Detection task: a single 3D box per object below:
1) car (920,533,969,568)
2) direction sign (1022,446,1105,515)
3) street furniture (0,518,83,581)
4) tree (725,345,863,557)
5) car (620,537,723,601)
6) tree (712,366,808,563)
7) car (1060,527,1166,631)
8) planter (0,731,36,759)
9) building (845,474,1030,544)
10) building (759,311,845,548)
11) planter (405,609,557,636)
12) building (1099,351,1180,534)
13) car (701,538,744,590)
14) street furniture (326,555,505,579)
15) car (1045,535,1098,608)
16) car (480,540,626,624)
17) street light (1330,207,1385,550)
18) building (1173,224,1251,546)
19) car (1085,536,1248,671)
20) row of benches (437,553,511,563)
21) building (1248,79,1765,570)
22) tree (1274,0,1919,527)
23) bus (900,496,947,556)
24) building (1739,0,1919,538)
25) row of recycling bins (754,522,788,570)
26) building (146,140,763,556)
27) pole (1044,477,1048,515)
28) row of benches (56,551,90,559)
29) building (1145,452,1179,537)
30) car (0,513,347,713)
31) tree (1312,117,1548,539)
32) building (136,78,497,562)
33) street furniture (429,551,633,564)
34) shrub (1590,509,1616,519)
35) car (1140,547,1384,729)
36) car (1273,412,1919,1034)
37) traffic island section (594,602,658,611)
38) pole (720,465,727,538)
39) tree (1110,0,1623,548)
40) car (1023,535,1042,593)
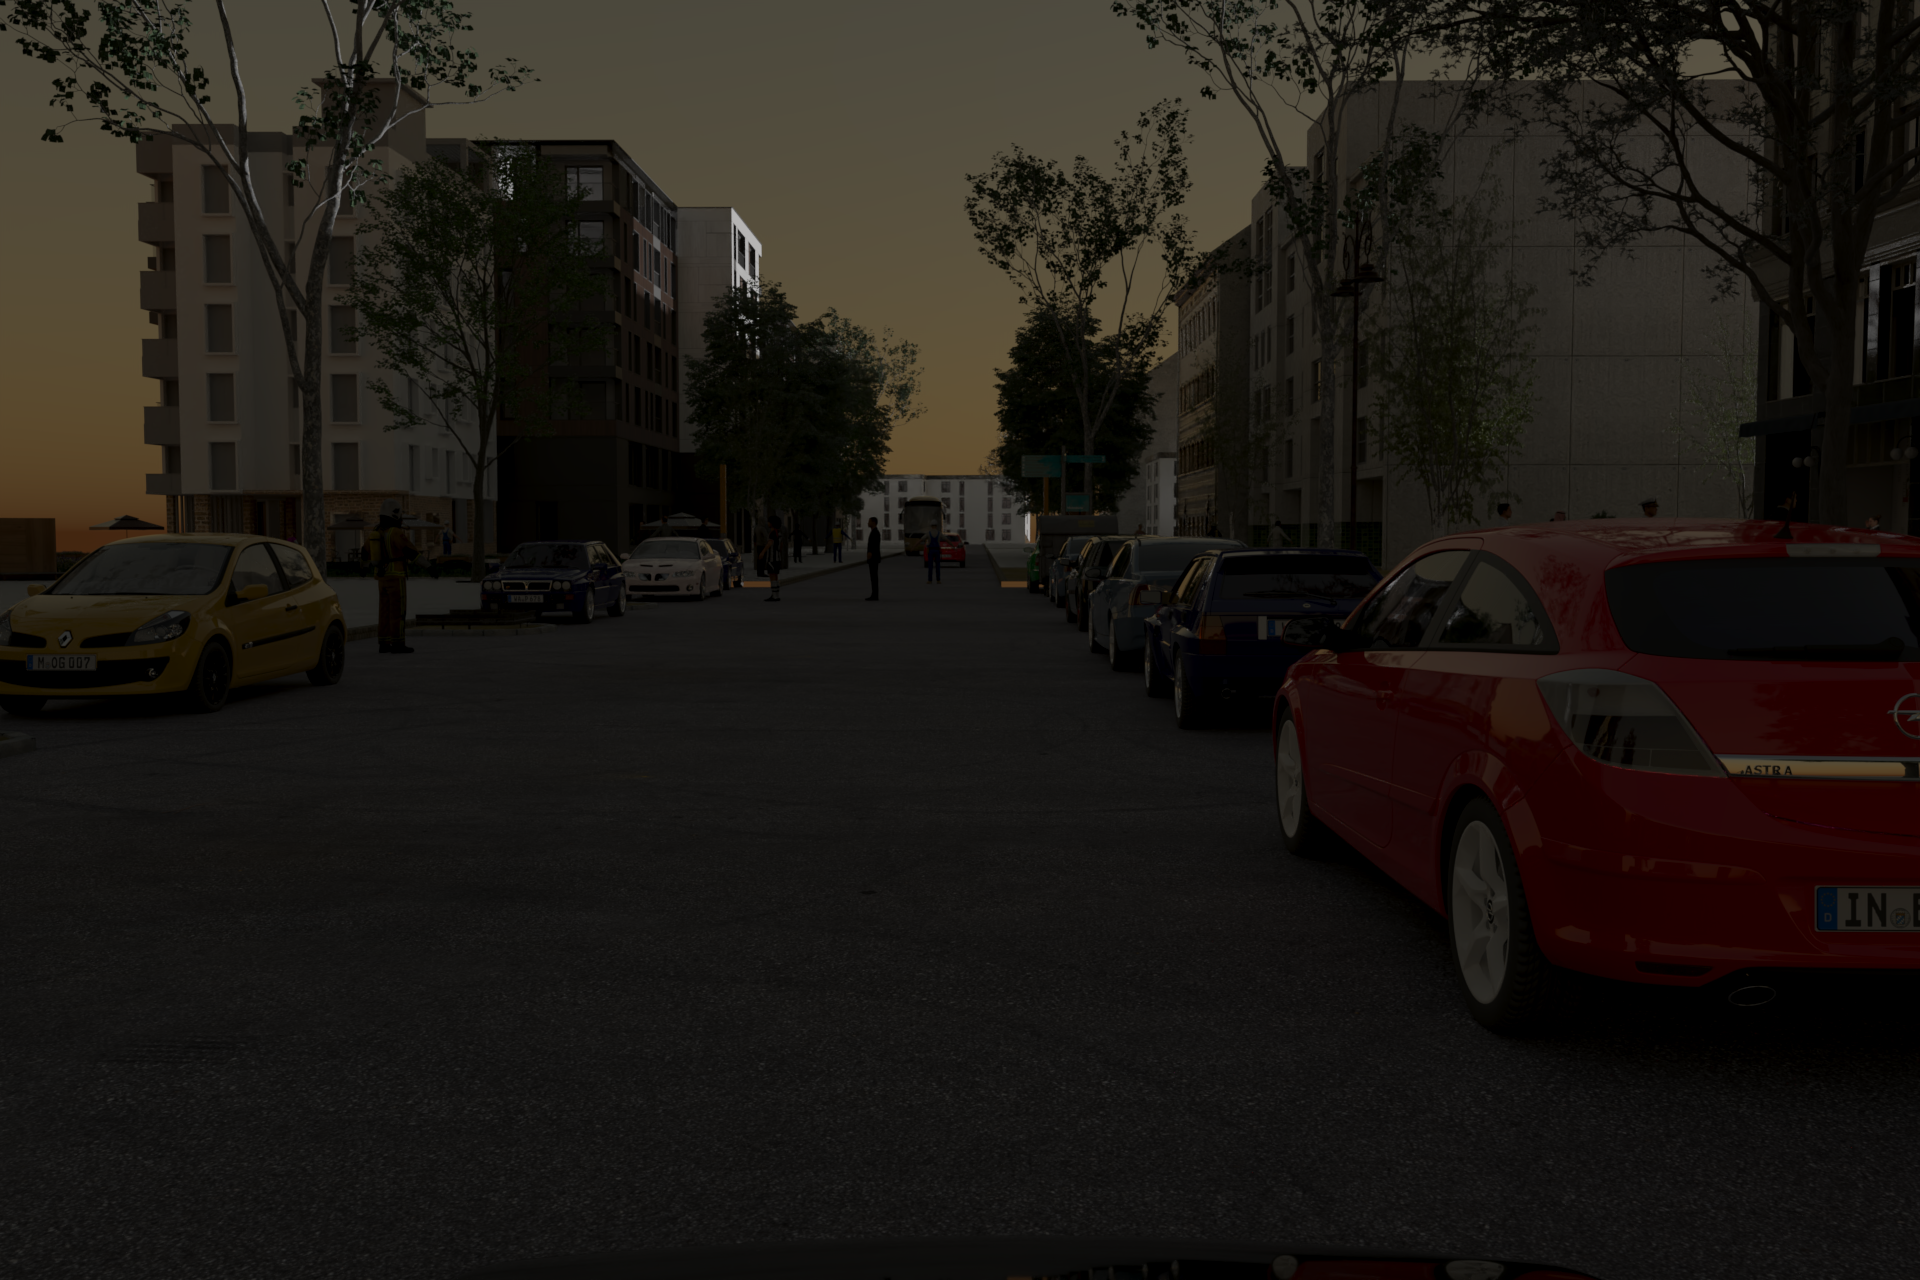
[{"bbox_3d":[-0.668,-4.046,75.196,2.155,1.783,4.494,0,4,-1],"label":"car"},{"bbox_3d":[3.126,-3.858,51.836,2.525,3.948,1.411,0,3,0],"label":"direction sign"},{"bbox_3d":[-27.746,-2.664,50.409,9.812,1.723,11.010,-2,4,-31],"label":"street furniture"},{"bbox_3d":[-9.163,-10.385,95.548,9.928,11.665,9.643,0,3,0],"label":"tree"},{"bbox_3d":[-6.396,-1.597,38.474,2.083,1.381,4.827,0,4,0],"label":"car"},{"bbox_3d":[-9.407,-7.732,76.778,4.360,8.622,3.978,0,3,0],"label":"tree"},{"bbox_3d":[2.581,-1.045,26.880,2.009,1.686,4.222,0,3,0],"label":"car"},{"bbox_3d":[-7.109,0.622,10.976,1.991,0.319,1.994,0,4,0],"label":"planter"},{"bbox_3d":[-4.521,-18.261,243.171,28.070,9.664,9.099,1,4,9],"label":"building"},{"bbox_3d":[-26.653,-20.240,174.898,27.936,21.610,32.646,0,3,0],"label":"building"},{"bbox_3d":[-6.985,-0.252,25.256,1.991,0.319,1.994,0,4,1],"label":"planter"},{"bbox_3d":[26.499,-22.925,205.759,19.493,23.208,18.063,0,4,0],"label":"building"},{"bbox_3d":[-6.717,-2.009,45.421,1.945,1.354,3.894,0,4,0],"label":"car"},{"bbox_3d":[-17.267,-2.210,51.754,10.072,0.657,5.734,0,4,-4],"label":"street furniture"},{"bbox_3d":[2.740,-1.404,34.960,2.014,1.417,4.499,0,4,0],"label":"car"},{"bbox_3d":[-6.733,-0.996,28.863,1.945,1.354,3.894,0,4,1],"label":"car"},{"bbox_3d":[5.687,-3.191,24.956,0.468,5.910,1.993,0,4,1],"label":"street light"},{"bbox_3d":[23.222,-16.605,102.418,19.493,23.208,18.063,0,4,0],"label":"building"},{"bbox_3d":[2.440,-0.453,19.411,2.014,1.417,4.499,0,4,0],"label":"car"},{"bbox_3d":[-15.206,-2.563,57.374,4.104,0.672,1.422,0,4,3],"label":"row of benches"},{"bbox_3d":[23.558,-12.831,76.237,16.747,18.905,31.486,0,4,1],"label":"building"},{"bbox_3d":[8.052,-6.451,15.840,12.009,13.543,11.850,0,3,0],"label":"tree"},{"bbox_3d":[-2.283,-7.621,116.144,2.896,3.916,12.252,0,4,1],"label":"bus"},{"bbox_3d":[28.900,-15.789,37.742,16.754,29.471,25.880,0,4,1],"label":"building"},{"bbox_3d":[-6.827,-3.421,63.042,1.069,1.692,3.534,0,4,2],"label":"row of recycling bins"},{"bbox_3d":[-28.159,-16.058,106.531,27.936,21.610,32.646,0,4,1],"label":"building"},{"bbox_3d":[3.087,-4.181,62.205,0.158,3.312,0.155,0,3,0],"label":"pole"},{"bbox_3d":[-32.975,-2.942,63.572,1.422,0.672,4.104,0,4,-4],"label":"row of benches"},{"bbox_3d":[24.880,-14.391,177.436,9.099,9.664,28.070,0,4,0],"label":"building"},{"bbox_3d":[-6.795,-0.297,15.078,2.015,1.641,3.980,0,4,1],"label":"car"},{"bbox_3d":[8.708,-4.922,30.840,4.360,8.622,3.978,0,3,0],"label":"tree"},{"bbox_3d":[-28.285,-13.270,73.379,16.016,20.090,11.380,0,4,1],"label":"building"},{"bbox_3d":[-14.638,-2.961,64.042,10.072,0.657,5.734,-1,4,-13],"label":"street furniture"},{"bbox_3d":[19.126,-2.879,51.491,1.690,2.028,1.600,0,3,0],"label":"shrub"},{"bbox_3d":[2.476,-0.090,14.048,1.945,1.354,3.894,0,4,1],"label":"car"},{"bbox_3d":[2.364,0.158,6.455,2.155,1.783,4.494,0,4,-1],"label":"car"},{"bbox_3d":[-6.889,-0.641,33.348,1.991,0.108,1.994,0,4,1],"label":"traffic island section"},{"bbox_3d":[-6.958,-3.492,50.932,0.158,3.312,0.155,0,3,0],"label":"pole"},{"bbox_3d":[9.950,-11.248,39.799,12.611,20.169,13.585,0,3,0],"label":"tree"},{"bbox_3d":[2.574,-2.106,43.235,1.959,1.807,4.718,0,4,1],"label":"car"}]
